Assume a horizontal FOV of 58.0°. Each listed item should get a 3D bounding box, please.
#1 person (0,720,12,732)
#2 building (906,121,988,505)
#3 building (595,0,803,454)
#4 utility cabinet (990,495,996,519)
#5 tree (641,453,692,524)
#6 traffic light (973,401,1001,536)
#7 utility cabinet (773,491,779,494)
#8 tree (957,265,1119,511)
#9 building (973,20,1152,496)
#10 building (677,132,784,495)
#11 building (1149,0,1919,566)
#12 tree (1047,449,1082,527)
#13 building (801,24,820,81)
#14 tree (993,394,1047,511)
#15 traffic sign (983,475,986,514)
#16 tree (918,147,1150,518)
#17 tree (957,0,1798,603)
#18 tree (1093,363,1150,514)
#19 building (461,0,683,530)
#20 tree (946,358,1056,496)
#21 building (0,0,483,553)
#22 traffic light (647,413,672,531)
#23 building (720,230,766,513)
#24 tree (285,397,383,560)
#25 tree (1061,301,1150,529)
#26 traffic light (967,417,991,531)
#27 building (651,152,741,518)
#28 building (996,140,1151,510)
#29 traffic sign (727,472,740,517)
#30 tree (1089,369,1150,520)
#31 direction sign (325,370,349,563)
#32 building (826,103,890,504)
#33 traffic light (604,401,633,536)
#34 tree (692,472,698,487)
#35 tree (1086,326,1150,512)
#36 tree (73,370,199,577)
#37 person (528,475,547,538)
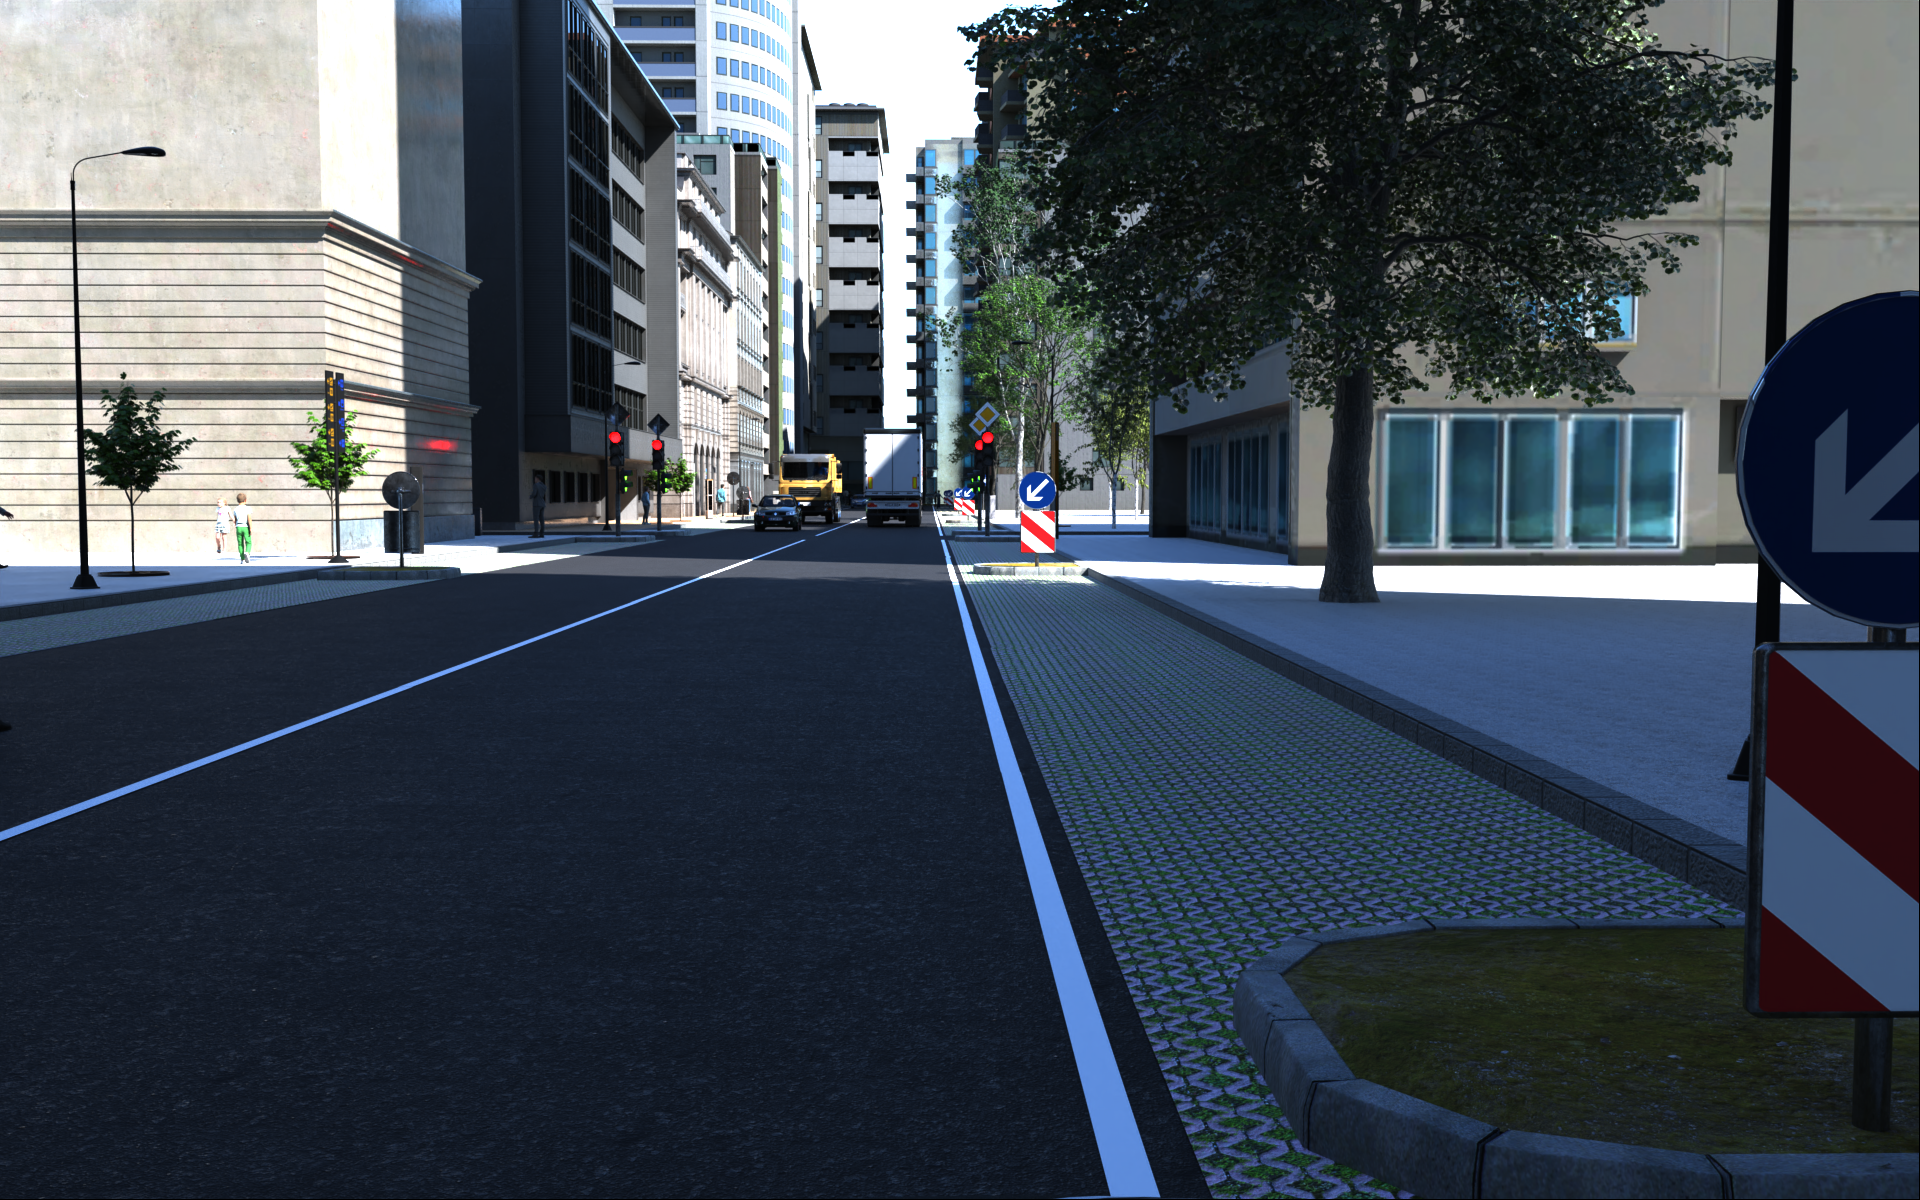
[{"bbox_3d":[-6.075,-0.148,10.286,0.648,1.900,0.474,0,4,-8],"label":"person"},{"bbox_3d":[8.075,-37.438,231.719,30.456,49.044,23.786,0,4,-1],"label":"building"},{"bbox_3d":[-26.362,-37.963,162.700,21.231,58.520,28.212,0,4,-1],"label":"building"},{"bbox_3d":[1.679,-4.770,89.158,0.306,1.237,1.020,0,4,1],"label":"utility cabinet"},{"bbox_3d":[-12.923,-4.942,75.405,1.663,3.219,1.824,0,3,0],"label":"tree"},{"bbox_3d":[0.816,-3.895,52.602,0.839,4.253,0.868,0,4,-1],"label":"traffic light"},{"bbox_3d":[-13.238,-7.147,125.534,0.318,1.500,1.173,1,4,10],"label":"utility cabinet"},{"bbox_3d":[3.570,-9.255,77.082,9.928,11.665,9.643,0,3,0],"label":"tree"},{"bbox_3d":[12.474,-31.244,165.457,22.147,44.769,28.867,0,4,-1],"label":"building"},{"bbox_3d":[-22.145,-22.665,142.278,14.160,30.474,14.107,0,4,-1],"label":"building"},{"bbox_3d":[16.480,-25.463,40.029,21.300,48.544,21.600,0,4,-1],"label":"building"},{"bbox_3d":[3.770,-4.491,68.031,1.663,3.219,1.824,0,3,0],"label":"tree"},{"bbox_3d":[-30.043,-37.046,194.946,27.495,52.752,28.713,0,4,-1],"label":"building"},{"bbox_3d":[4.369,-10.789,126.757,4.360,8.622,3.978,0,3,0],"label":"tree"},{"bbox_3d":[1.500,-6.807,111.405,0.768,2.556,0.104,0,4,1],"label":"traffic sign"},{"bbox_3d":[3.971,-14.487,92.747,12.611,20.169,13.585,0,3,0],"label":"tree"},{"bbox_3d":[4.742,-6.957,20.397,9.857,13.997,8.962,0,3,0],"label":"tree"},{"bbox_3d":[11.894,-10.705,109.440,7.601,10.594,8.767,0,4,5],"label":"tree"},{"bbox_3d":[-21.308,-15.669,75.259,14.314,24.678,30.058,0,4,-1],"label":"building"},{"bbox_3d":[2.479,-11.280,118.841,7.601,10.594,8.767,2,4,29],"label":"tree"},{"bbox_3d":[-30.835,-13.743,43.776,34.723,24.649,14.460,0,4,-1],"label":"building"},{"bbox_3d":[-10.485,-4.370,60.373,0.839,4.253,0.868,0,4,-1],"label":"traffic light"},{"bbox_3d":[-19.734,-16.876,125.068,9.793,20.994,18.267,0,4,-1],"label":"building"},{"bbox_3d":[-12.558,-2.437,34.442,1.663,3.219,1.824,0,3,0],"label":"tree"},{"bbox_3d":[5.713,-6.967,64.271,4.360,8.622,3.978,0,3,0],"label":"tree"},{"bbox_3d":[0.674,-4.383,60.586,0.839,4.253,0.868,0,4,-1],"label":"traffic light"},{"bbox_3d":[-20.983,-15.996,103.337,13.314,21.916,24.055,0,4,-1],"label":"building"},{"bbox_3d":[9.916,-22.795,144.398,14.160,30.474,14.107,0,4,-1],"label":"building"},{"bbox_3d":[-12.887,-6.018,98.493,0.768,2.556,0.104,0,4,3],"label":"traffic sign"},{"bbox_3d":[8.813,-8.173,83.996,4.737,8.622,4.395,0,3,0],"label":"tree"},{"bbox_3d":[-11.587,-2.458,32.184,0.379,3.537,0.876,0,4,0],"label":"direction sign"},{"bbox_3d":[-21.311,-39.407,233.545,27.495,52.752,28.713,0,4,-1],"label":"building"},{"bbox_3d":[-10.344,-3.882,52.389,0.839,4.253,0.868,0,4,-1],"label":"traffic light"},{"bbox_3d":[-12.961,-5.275,80.849,1.663,3.219,1.824,0,3,0],"label":"tree"},{"bbox_3d":[14.040,-13.150,125.379,12.009,13.543,11.850,0,3,0],"label":"tree"},{"bbox_3d":[-13.133,-1.999,27.278,1.663,3.219,1.824,0,3,0],"label":"tree"},{"bbox_3d":[-12.423,-2.747,50.768,0.447,1.846,0.655,1,4,22],"label":"person"}]
